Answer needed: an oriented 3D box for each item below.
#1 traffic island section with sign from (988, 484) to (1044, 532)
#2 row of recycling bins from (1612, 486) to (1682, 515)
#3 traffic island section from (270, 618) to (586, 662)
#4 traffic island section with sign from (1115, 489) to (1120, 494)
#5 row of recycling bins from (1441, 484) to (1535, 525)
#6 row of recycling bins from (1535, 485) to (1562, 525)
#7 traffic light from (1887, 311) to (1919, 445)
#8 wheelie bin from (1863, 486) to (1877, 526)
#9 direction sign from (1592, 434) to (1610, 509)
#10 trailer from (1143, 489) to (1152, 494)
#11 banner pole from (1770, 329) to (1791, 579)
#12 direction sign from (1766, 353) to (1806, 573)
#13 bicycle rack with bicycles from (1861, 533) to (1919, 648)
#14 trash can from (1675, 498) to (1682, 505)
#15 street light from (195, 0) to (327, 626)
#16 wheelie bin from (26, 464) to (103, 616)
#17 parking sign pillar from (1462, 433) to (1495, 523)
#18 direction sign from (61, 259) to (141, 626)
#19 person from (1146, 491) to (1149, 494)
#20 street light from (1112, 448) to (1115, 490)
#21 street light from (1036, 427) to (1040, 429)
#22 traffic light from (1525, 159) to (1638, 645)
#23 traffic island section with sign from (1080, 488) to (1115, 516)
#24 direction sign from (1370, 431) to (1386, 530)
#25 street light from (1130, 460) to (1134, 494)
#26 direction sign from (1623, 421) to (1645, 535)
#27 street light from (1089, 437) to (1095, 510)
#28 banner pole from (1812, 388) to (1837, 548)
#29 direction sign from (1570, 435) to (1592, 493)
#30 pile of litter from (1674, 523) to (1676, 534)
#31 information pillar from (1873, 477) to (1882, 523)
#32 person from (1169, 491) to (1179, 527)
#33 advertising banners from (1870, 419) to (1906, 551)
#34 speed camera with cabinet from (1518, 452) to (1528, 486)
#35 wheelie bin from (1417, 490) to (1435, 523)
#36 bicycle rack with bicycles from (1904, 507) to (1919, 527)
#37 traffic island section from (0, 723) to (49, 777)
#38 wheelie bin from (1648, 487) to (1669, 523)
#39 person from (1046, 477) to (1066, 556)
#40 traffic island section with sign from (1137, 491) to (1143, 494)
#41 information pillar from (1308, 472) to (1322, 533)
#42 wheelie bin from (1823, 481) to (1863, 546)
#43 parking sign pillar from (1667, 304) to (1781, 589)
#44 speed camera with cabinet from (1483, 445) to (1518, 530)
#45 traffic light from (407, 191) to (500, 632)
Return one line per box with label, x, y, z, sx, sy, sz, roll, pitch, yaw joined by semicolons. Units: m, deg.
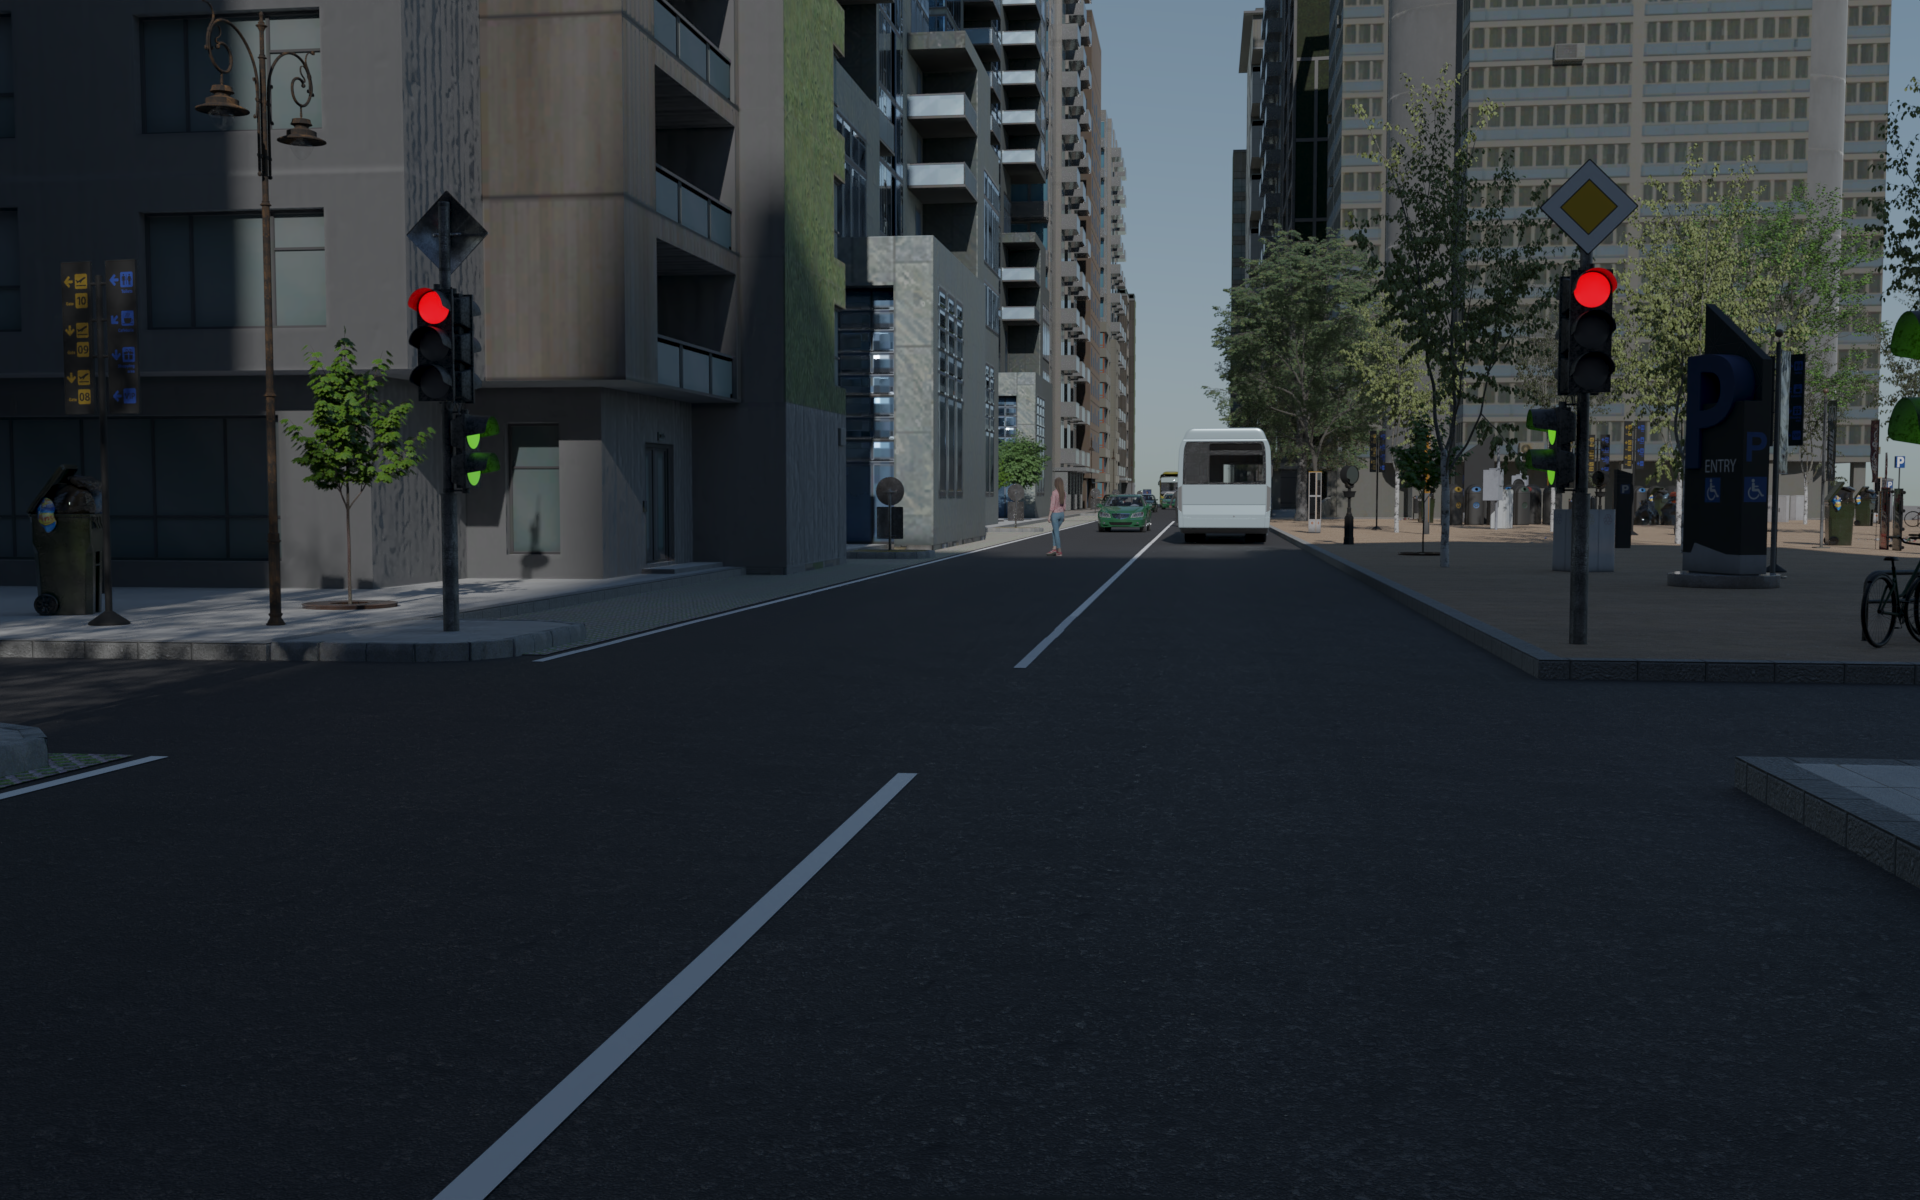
traffic island section with sign;2.141;-3.485;65.612;1.989;1.847;2.006;0;4;8
row of recycling bins;34.056;-4.822;85.952;3.534;1.692;1.069;-1;4;-9
traffic island section;-4.783;0.370;16.233;2.009;0.180;2.903;0;4;8
traffic island section with sign;12.773;-8.126;141.483;1.989;1.847;2.006;0;4;8
row of recycling bins;21.652;-3.935;71.448;3.534;1.692;1.069;0;4;6
row of recycling bins;23.826;-4.072;73.688;3.534;1.692;1.069;2;4;34
traffic light;4.162;-1.094;6.802;0.839;4.253;0.868;0;4;8
wheelie bin;36.232;-3.755;69.301;0.980;1.594;0.693;-3;5;-42
direction sign;24.247;-4.522;65.939;0.876;3.537;0.379;1;4;22
trailer;21.961;-12.007;203.368;1.471;1.999;3.904;0;4;7
banner pole;12.563;-2.233;26.525;0.401;3.779;0.863;3;5;41
direction sign;13.365;-2.222;28.327;0.379;3.537;0.876;-2;4;-31
bicycle rack with bicycles;8.818;-0.075;14.616;2.925;0.926;2.852;-1;4;-17
trash can;26.625;-3.178;63.613;0.748;1.137;0.748;0;3;0
street light;-6.697;-2.690;16.775;0.468;5.910;1.993;0;4;8
wheelie bin;-9.523;-0.651;18.545;0.693;1.594;0.980;-1;4;-14
parking sign pillar;23.020;-5.410;76.925;1.447;3.967;1.447;0;4;5
direction sign;-8.355;-1.523;16.903;0.876;3.537;0.379;1;4;16
person;19.876;-10.714;184.504;0.721;1.723;1.217;-3;5;-39
street light;15.516;-12.381;175.219;0.468;5.910;1.993;0;4;8
street light;3.980;-7.357;93.082;0.468;5.910;1.993;0;4;8
traffic light;5.271;-1.577;14.710;0.839;4.253;0.868;0;4;8
traffic island section with sign;9.023;-6.491;114.758;1.989;1.847;2.006;0;4;8
direction sign;14.960;-4.287;62.093;0.876;3.537;0.379;-3;5;-40
street light;21.993;-15.228;221.771;0.468;5.910;1.993;0;4;8
direction sign;20.942;-3.784;53.862;0.876;3.537;0.379;-2;4;-27
street light;10.586;-10.204;139.616;0.468;5.910;1.993;0;4;8
banner pole;20.437;-3.105;40.788;0.401;3.779;0.863;0;4;3
direction sign;22.005;-4.282;62.000;0.379;3.537;0.876;-2;4;-34
pile of litter;22.986;-2.466;54.278;1.719;0.858;1.176;-3;5;-42
information pillar;40.095;-4.356;75.706;0.304;2.012;0.304;2;4;32
person;9.647;-4.159;76.280;0.659;1.850;0.755;2;4;28
advertising banners;21.339;-2.673;39.891;0.090;3.025;2.074;0;4;8
speed camera with cabinet;25.811;-5.364;82.036;2.038;3.252;0.660;2;4;29
wheelie bin;20.632;-4.201;76.587;0.693;1.594;0.980;0;4;-2
bicycle rack with bicycles;38.701;-3.317;67.610;2.925;0.926;2.852;3;4;38
traffic island section;-5.892;0.854;8.325;2.009;0.180;2.903;0;4;8
wheelie bin;31.033;-4.218;76.869;0.980;1.594;0.693;-2;4;-30
person;2.255;-1.932;40.094;0.388;1.821;0.555;2;4;34
traffic island section with sign;24.144;-13.087;222.600;1.989;1.847;2.006;0;4;8
information pillar;11.612;-3.191;56.672;0.304;2.012;0.304;3;5;44
wheelie bin;21.967;-2.162;43.249;0.693;1.594;0.980;1;4;15
parking sign pillar;10.609;-2.171;23.967;1.447;3.967;1.447;-1;4;-11
speed camera with cabinet;19.549;-4.195;62.922;0.660;3.252;2.038;2;4;32
traffic light;-4.745;-1.662;16.093;0.839;4.253;0.868;0;4;8
